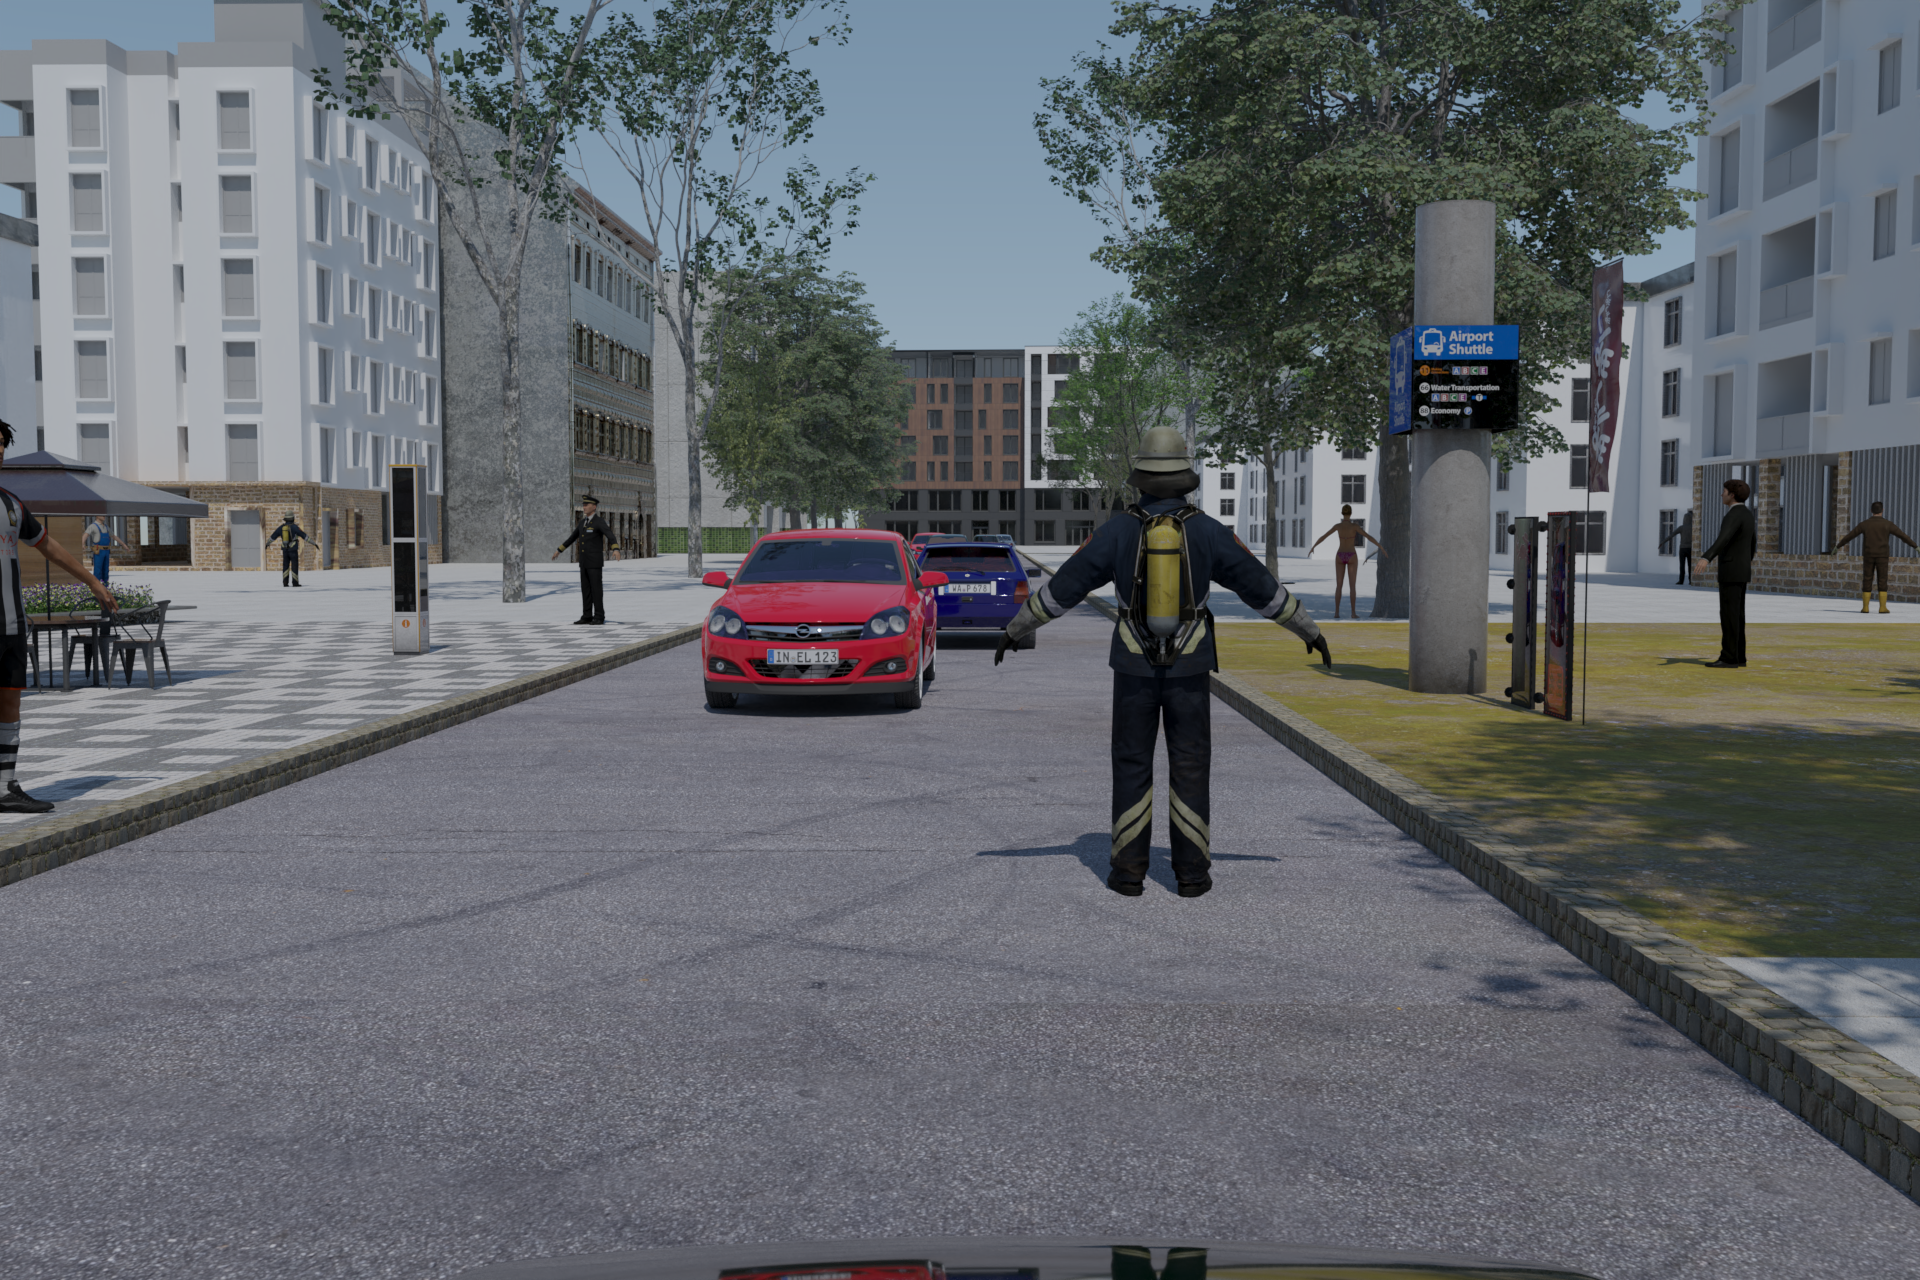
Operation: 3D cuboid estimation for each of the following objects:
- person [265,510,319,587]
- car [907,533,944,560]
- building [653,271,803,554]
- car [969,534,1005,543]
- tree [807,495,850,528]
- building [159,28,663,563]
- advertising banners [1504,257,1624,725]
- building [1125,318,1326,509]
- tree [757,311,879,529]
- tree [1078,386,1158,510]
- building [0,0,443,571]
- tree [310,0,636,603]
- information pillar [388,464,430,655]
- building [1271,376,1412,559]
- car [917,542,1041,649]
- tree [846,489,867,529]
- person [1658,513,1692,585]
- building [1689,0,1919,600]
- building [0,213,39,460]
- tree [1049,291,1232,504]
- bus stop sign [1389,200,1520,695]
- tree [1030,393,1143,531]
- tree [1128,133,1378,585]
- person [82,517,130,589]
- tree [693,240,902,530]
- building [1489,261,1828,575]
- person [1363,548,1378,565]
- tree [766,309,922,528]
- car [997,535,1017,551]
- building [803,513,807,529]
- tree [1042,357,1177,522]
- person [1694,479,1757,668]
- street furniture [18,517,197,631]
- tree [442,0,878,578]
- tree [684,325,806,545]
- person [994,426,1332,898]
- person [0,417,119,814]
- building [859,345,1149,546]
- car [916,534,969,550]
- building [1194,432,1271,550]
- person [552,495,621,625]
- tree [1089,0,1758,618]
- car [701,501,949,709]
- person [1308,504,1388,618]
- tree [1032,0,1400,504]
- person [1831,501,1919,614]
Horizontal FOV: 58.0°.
[{"bbox_3d":[-16.193,-2.210,41.905,1.354,1.856,0.705,0,4,5],"label":"person"},{"bbox_3d":[-1.207,-3.794,71.077,2.155,1.783,4.494,0,4,2],"label":"car"},{"bbox_3d":[-22.204,-16.273,132.522,16.747,18.905,31.486,0,4,1],"label":"building"},{"bbox_3d":[1.396,-5.082,92.876,2.009,1.686,4.222,0,4,1],"label":"car"},{"bbox_3d":[-15.203,-17.392,202.488,7.486,12.596,7.792,0,3,0],"label":"tree"},{"bbox_3d":[-25.909,-15.493,84.247,19.493,23.208,18.063,0,4,2],"label":"building"},{"bbox_3d":[4.183,-0.971,12.058,0.090,3.025,2.074,0,4,0],"label":"advertising banners"},{"bbox_3d":[26.533,-20.909,172.798,19.493,23.208,18.063,0,4,1],"label":"building"},{"bbox_3d":[-7.803,-10.347,87.305,7.486,12.596,7.792,0,3,0],"label":"tree"},{"bbox_3d":[8.414,-8.243,85.128,4.360,8.622,3.978,0,3,0],"label":"tree"},{"bbox_3d":[-27.383,-12.531,61.296,16.016,20.090,11.380,0,4,0],"label":"building"},{"bbox_3d":[-9.791,-10.788,32.272,12.611,20.169,13.585,0,3,0],"label":"tree"},{"bbox_3d":[-5.847,-0.851,18.402,0.304,2.012,0.304,0,4,3],"label":"information pillar"},{"bbox_3d":[22.274,-8.893,87.549,9.099,9.664,28.070,0,4,1],"label":"building"},{"bbox_3d":[0.121,-0.636,22.986,1.945,1.354,3.894,0,4,1],"label":"car"},{"bbox_3d":[-6.761,-9.749,109.751,4.737,8.622,4.395,0,3,0],"label":"tree"},{"bbox_3d":[18.363,-2.303,43.788,1.348,1.813,0.705,0,4,4],"label":"person"},{"bbox_3d":[22.805,-11.214,39.773,16.016,20.090,11.380,0,4,1],"label":"building"},{"bbox_3d":[-26.110,-5.569,33.196,9.099,9.664,28.070,0,4,1],"label":"building"},{"bbox_3d":[7.604,-9.015,73.147,9.928,11.665,9.643,0,3,0],"label":"tree"},{"bbox_3d":[3.980,-1.530,14.033,0.837,3.901,0.837,0,4,2],"label":"bus stop sign"},{"bbox_3d":[8.446,-10.716,109.611,8.767,10.594,7.601,1,4,10],"label":"tree"},{"bbox_3d":[7.868,-7.243,44.172,9.928,11.665,9.643,0,3,0],"label":"tree"},{"bbox_3d":[-18.183,-1.887,36.708,0.705,1.847,1.347,1,4,16],"label":"person"},{"bbox_3d":[-7.147,-10.250,74.237,9.857,13.997,8.962,0,3,0],"label":"tree"},{"bbox_3d":[23.458,-7.085,57.985,9.099,9.664,28.070,0,4,1],"label":"building"},{"bbox_3d":[7.101,-1.168,28.356,0.991,1.433,0.599,1,4,9],"label":"person"},{"bbox_3d":[-6.984,-11.677,97.572,9.857,13.997,8.962,0,3,0],"label":"tree"},{"bbox_3d":[2.285,-5.348,99.444,2.014,1.417,4.499,0,4,0],"label":"car"},{"bbox_3d":[-25.010,-18.348,166.452,16.747,18.905,31.486,0,4,2],"label":"building"},{"bbox_3d":[8.616,-10.607,99.178,9.928,11.665,9.643,0,3,0],"label":"tree"},{"bbox_3d":[7.414,-0.641,16.666,0.705,1.806,1.347,3,5,42],"label":"person"},{"bbox_3d":[-15.280,-0.928,22.025,11.010,1.723,9.812,1,4,16],"label":"street furniture"},{"bbox_3d":[-8.571,-11.801,48.831,12.611,20.169,13.585,0,3,0],"label":"tree"},{"bbox_3d":[-7.367,-6.728,60.360,4.737,8.622,4.395,0,3,0],"label":"tree"},{"bbox_3d":[0.805,0.081,6.914,1.354,1.856,0.705,0,4,6],"label":"person"},{"bbox_3d":[-4.368,-0.101,7.793,0.704,1.843,1.345,1,4,16],"label":"person"},{"bbox_3d":[5.686,-21.661,200.581,32.646,21.610,27.936,0,4,4],"label":"building"},{"bbox_3d":[-0.387,-2.818,55.853,2.009,1.686,4.222,0,4,1],"label":"car"},{"bbox_3d":[25.055,-12.526,146.945,9.099,9.664,28.070,0,4,1],"label":"building"},{"bbox_3d":[-5.237,-1.134,24.482,1.347,1.837,0.705,2,4,35],"label":"person"},{"bbox_3d":[6.636,-7.309,26.157,9.857,13.997,8.962,0,3,0],"label":"tree"},{"bbox_3d":[-1.161,-0.400,15.575,2.155,1.783,4.494,0,4,2],"label":"car"},{"bbox_3d":[5.914,-1.202,26.450,1.217,1.733,0.721,1,4,22],"label":"person"},{"bbox_3d":[9.260,-12.457,59.563,12.611,20.169,13.585,0,3,0],"label":"tree"},{"bbox_3d":[14.787,-1.334,27.956,1.346,1.812,0.704,2,4,35],"label":"person"}]
